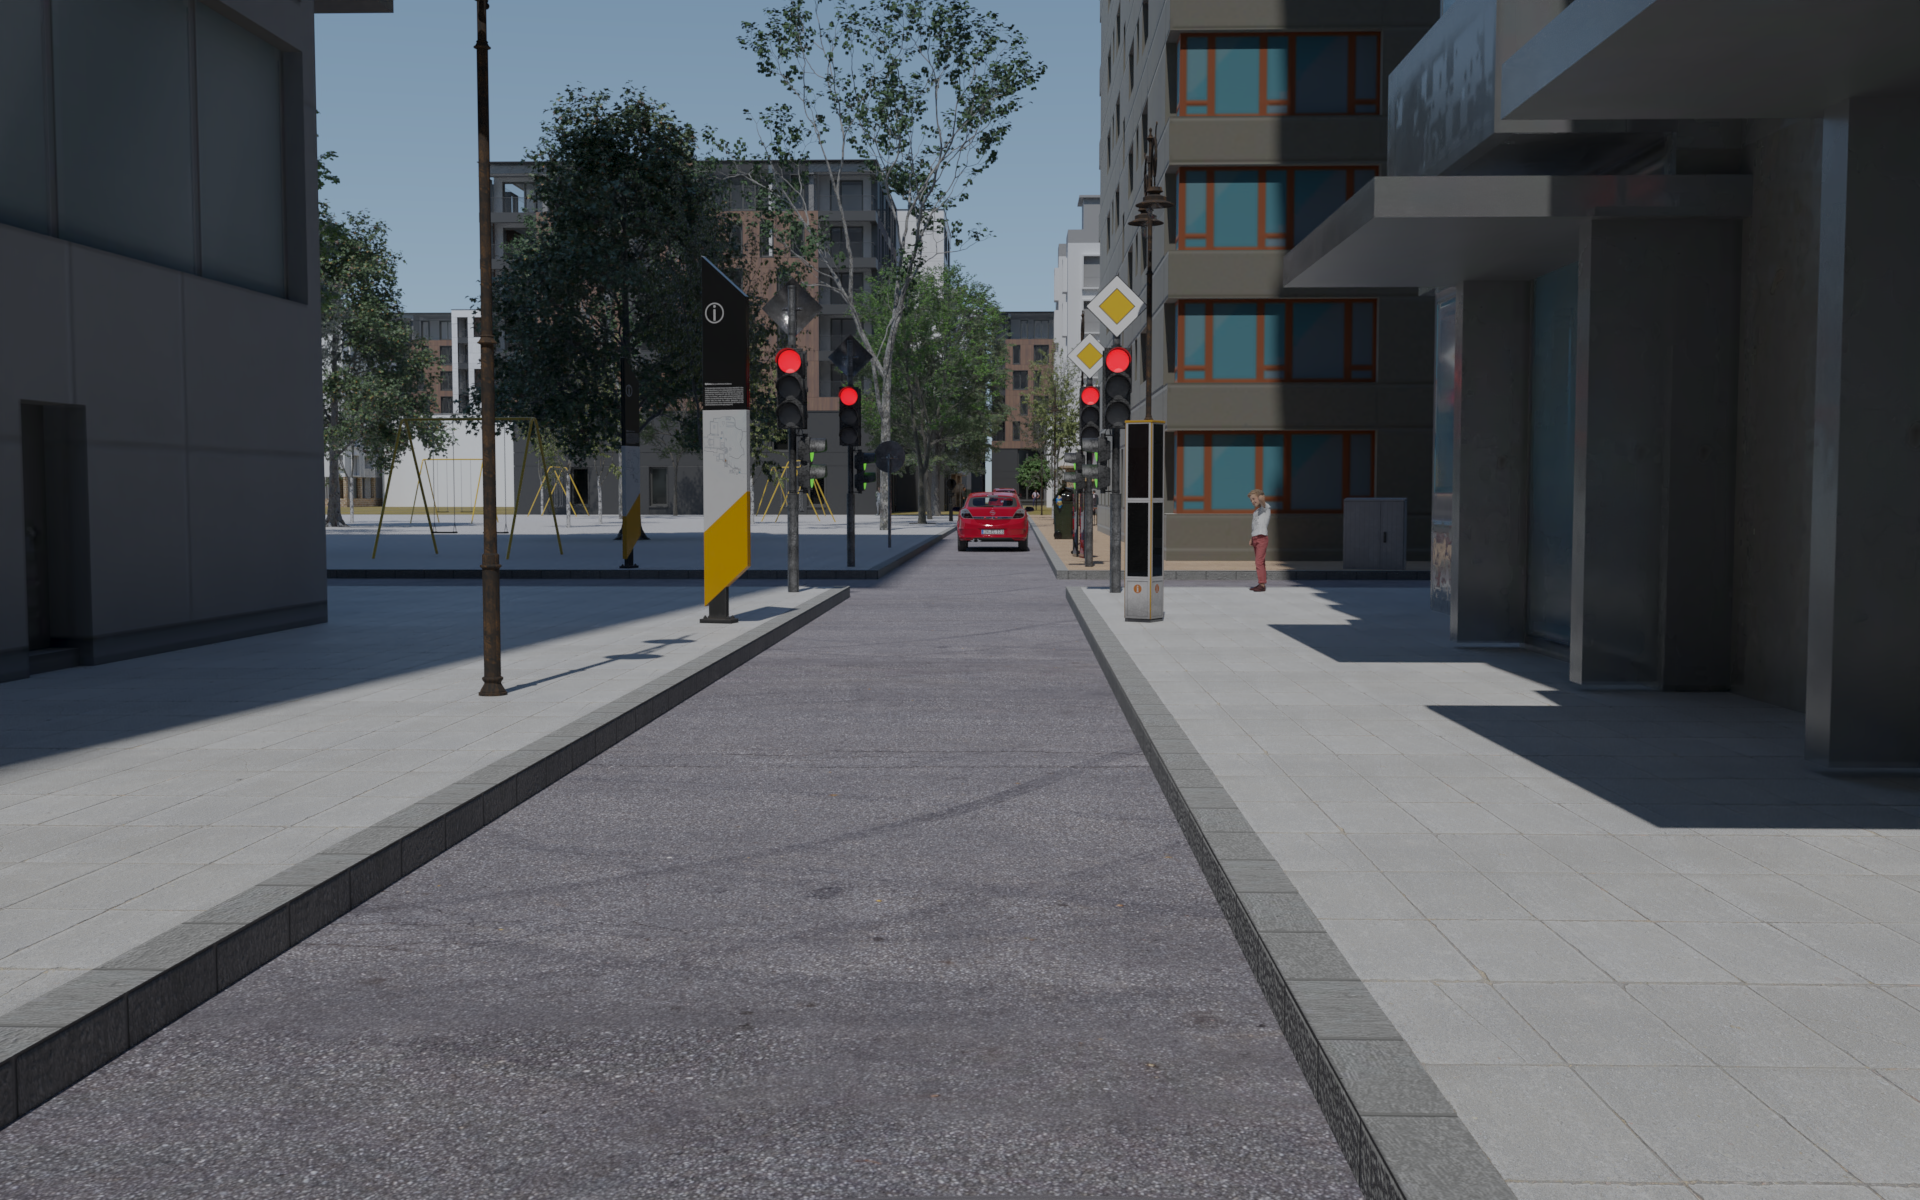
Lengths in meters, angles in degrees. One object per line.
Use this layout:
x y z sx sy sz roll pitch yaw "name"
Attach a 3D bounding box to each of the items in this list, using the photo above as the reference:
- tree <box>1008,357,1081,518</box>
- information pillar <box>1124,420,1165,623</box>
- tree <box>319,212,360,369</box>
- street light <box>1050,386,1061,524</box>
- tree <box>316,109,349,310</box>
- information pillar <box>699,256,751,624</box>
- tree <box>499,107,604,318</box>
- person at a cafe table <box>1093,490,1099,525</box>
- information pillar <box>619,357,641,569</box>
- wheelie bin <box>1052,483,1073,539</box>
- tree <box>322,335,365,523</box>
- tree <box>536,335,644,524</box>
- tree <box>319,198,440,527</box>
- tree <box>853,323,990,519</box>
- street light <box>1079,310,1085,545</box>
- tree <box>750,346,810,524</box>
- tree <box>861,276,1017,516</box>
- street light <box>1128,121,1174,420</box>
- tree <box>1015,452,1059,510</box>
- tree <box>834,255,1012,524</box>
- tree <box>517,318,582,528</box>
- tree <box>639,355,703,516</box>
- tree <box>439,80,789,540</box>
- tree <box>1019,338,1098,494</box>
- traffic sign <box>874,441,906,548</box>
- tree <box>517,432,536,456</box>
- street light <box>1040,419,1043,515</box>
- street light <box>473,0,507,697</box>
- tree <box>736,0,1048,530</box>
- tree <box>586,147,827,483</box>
4.811 -8.602 91.006 4.360 8.622 3.978 0 3 0 "tree"
1.852 -0.788 17.379 0.304 2.012 0.304 2 4 33 "information pillar"
-23.448 -8.693 52.493 12.009 13.543 11.850 0 3 0 "tree"
4.068 -6.203 74.209 0.468 5.910 1.993 0 4 2 "street light"
-16.327 -7.183 35.563 7.486 12.596 7.792 0 3 0 "tree"
-2.320 -1.575 17.103 0.504 3.616 0.183 1 4 18 "information pillar"
-18.644 -14.167 87.523 12.611 20.169 13.585 0 3 0 "tree"
6.212 -3.883 71.998 1.622 1.524 1.698 1 4 19 "person at a cafe table"
-5.700 -2.360 29.944 0.183 3.616 0.504 1 4 20 "information pillar"
2.967 -2.530 49.273 0.693 1.594 0.980 0 4 4 "wheelie bin"
-27.260 -7.729 76.727 4.360 8.622 3.978 0 3 0 "tree"
-15.433 -7.570 74.130 4.737 8.622 4.395 0 3 0 "tree"
-24.365 -9.200 67.432 9.611 12.733 9.660 0 3 0 "tree"
-1.861 -9.355 87.360 7.601 10.594 8.767 1 4 9 "tree"
3.081 -4.337 43.694 0.468 5.910 1.993 0 4 2 "street light"
-8.790 -7.563 74.016 4.737 8.622 4.395 0 3 0 "tree"
-1.315 -11.811 99.758 9.857 13.997 8.962 0 3 0 "tree"
2.404 -3.012 22.029 0.468 5.910 1.993 0 4 2 "street light"
6.032 -9.313 135.976 4.285 4.588 4.351 0 3 0 "tree"
-1.557 -9.087 74.330 9.928 11.665 9.643 0 3 0 "tree"
-15.207 -7.069 65.939 4.360 8.622 3.978 0 3 0 "tree"
-16.826 -10.194 101.087 8.767 10.594 7.601 1 4 13 "tree"
-9.346 -8.030 48.299 9.611 12.733 9.660 0 3 0 "tree"
4.840 -8.088 82.600 4.737 8.622 4.395 0 3 0 "tree"
-1.686 -2.525 41.396 0.768 2.556 0.104 0 4 6 "traffic sign"
-24.755 -9.361 103.413 4.737 8.622 4.395 0 3 0 "tree"
4.952 -8.070 104.727 0.468 5.910 1.993 0 4 2 "street light"
-2.982 -2.330 10.877 0.468 5.910 1.993 0 4 2 "street light"
-3.623 -12.608 62.025 12.611 20.169 13.585 0 3 0 "tree"
-5.271 -5.302 37.054 4.360 8.622 3.978 0 3 0 "tree"
